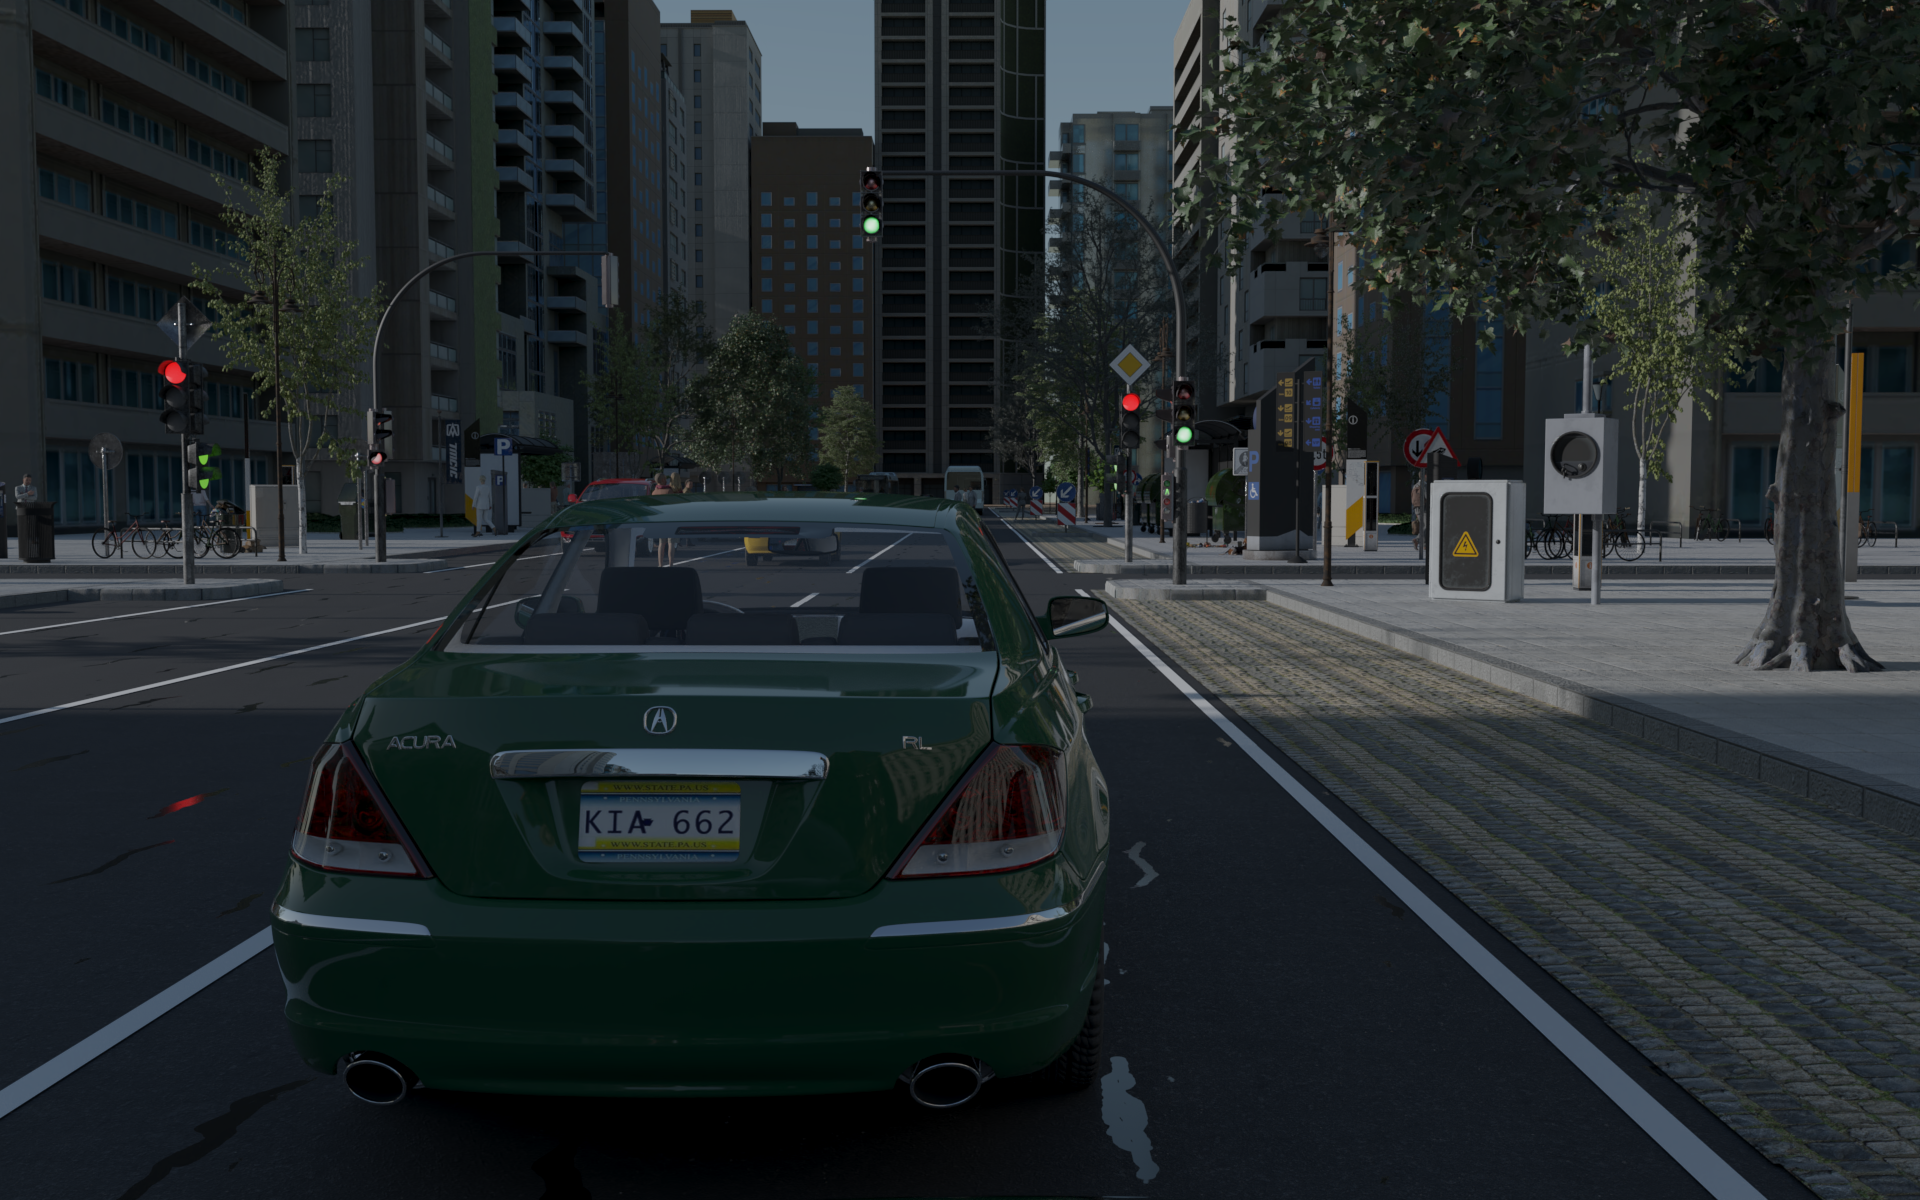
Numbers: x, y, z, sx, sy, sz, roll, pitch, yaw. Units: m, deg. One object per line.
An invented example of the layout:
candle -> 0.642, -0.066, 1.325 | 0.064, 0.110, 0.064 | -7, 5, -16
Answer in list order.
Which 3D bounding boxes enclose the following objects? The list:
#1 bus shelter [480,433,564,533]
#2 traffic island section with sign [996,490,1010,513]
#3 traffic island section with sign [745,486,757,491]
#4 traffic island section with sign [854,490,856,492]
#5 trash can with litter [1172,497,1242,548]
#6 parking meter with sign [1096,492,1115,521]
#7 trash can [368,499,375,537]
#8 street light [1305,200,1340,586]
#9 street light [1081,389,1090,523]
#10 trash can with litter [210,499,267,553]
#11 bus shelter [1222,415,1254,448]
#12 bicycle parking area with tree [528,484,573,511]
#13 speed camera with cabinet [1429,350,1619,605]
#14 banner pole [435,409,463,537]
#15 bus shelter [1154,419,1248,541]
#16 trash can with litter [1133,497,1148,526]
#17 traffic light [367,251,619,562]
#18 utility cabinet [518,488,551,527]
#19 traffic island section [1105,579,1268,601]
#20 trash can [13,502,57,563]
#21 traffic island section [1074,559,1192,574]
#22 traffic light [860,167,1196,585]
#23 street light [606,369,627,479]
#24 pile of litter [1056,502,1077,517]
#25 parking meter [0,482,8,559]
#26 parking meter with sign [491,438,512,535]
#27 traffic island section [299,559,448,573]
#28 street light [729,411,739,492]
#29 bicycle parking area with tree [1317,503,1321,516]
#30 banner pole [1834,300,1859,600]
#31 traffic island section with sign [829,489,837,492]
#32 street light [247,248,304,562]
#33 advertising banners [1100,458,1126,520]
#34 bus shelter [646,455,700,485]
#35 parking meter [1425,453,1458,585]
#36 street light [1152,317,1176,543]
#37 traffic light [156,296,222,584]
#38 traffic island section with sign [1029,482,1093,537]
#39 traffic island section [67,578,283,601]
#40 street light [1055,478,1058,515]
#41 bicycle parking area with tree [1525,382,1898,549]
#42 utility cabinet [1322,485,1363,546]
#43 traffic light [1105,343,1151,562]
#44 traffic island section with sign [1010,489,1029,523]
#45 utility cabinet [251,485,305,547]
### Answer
bus shelter -> -15.352, -4.040, 59.985 | 2.014, 3.302, 5.546 | 0, 4, 0
traffic island section with sign -> 4.030, -7.688, 134.330 | 1.989, 1.847, 2.006 | 0, 4, 0
traffic island section with sign -> -10.200, -4.650, 84.653 | 1.989, 1.847, 2.006 | 0, 4, 0
traffic island section with sign -> -9.584, -9.344, 161.406 | 1.989, 1.847, 2.006 | 0, 4, 0
trash can with litter -> 6.105, -1.871, 41.652 | 2.233, 1.210, 1.678 | 0, 4, -4
parking meter with sign -> 7.074, -5.335, 83.482 | 0.543, 3.016, 1.738 | -1, 4, -21
trash can -> -17.601, -2.451, 51.719 | 0.748, 1.137, 0.748 | 0, 3, 0
street light -> 5.121, -3.131, 23.974 | 0.468, 5.910, 1.993 | 0, 4, 0
street light -> 5.550, -6.309, 75.941 | 0.468, 5.910, 1.993 | 0, 4, 0
trash can with litter -> -15.743, -1.616, 37.802 | 0.624, 1.170, 1.055 | 2, 4, 31
bus shelter -> 9.237, -3.891, 54.903 | 1.731, 3.624, 6.357 | 0, 4, 1
bicycle parking area with tree -> -24.090, -6.854, 99.064 | 9.016, 4.147, 8.231 | 0, 4, 8
speed camera with cabinet -> 6.621, -1.594, 20.403 | 2.038, 3.252, 0.660 | 3, 4, 37
banner pole -> -15.134, -3.744, 51.233 | 0.863, 3.779, 0.401 | 0, 4, -1
bus shelter -> 6.824, -3.407, 49.636 | 2.014, 3.302, 5.546 | 0, 4, 1
trash can with litter -> 7.249, -3.601, 70.268 | 1.055, 1.170, 0.624 | -2, 4, -30
traffic light -> -8.814, -3.542, 32.581 | 4.771, 5.953, 1.251 | 0, 4, 0
utility cabinet -> -16.168, -3.494, 65.805 | 1.173, 1.500, 0.318 | -2, 4, -28
traffic island section -> 3.129, -0.141, 24.594 | 2.009, 0.180, 2.903 | 0, 4, 0
trash can -> -17.204, -1.260, 32.251 | 0.748, 1.137, 0.748 | 0, 3, 0
traffic island section -> 3.194, -0.630, 32.579 | 2.009, 0.180, 2.903 | 0, 4, 0
traffic light -> 0.997, -3.039, 24.356 | 4.771, 5.953, 1.251 | 0, 4, 0
street light -> -12.710, -5.591, 64.202 | 0.468, 5.910, 1.993 | 0, 4, 0
pile of litter -> 6.269, -5.159, 98.318 | 1.719, 0.858, 1.176 | 0, 4, -3
parking meter -> -19.134, -1.588, 34.377 | 0.372, 1.533, 0.369 | 0, 3, 0
parking meter with sign -> -14.502, -3.568, 54.601 | 0.543, 3.016, 1.738 | -1, 4, -23
traffic island section -> -10.947, -0.637, 32.698 | 2.009, 0.180, 2.903 | 0, 4, 0
street light -> -12.410, -7.467, 94.870 | 0.468, 5.910, 1.993 | 0, 4, 0
bicycle parking area with tree -> 15.528, -6.062, 86.111 | 8.231, 4.147, 9.016 | -1, 4, -20
banner pole -> 10.682, -1.913, 21.296 | 0.401, 3.779, 0.863 | -2, 4, -26
traffic island section with sign -> -9.797, -7.696, 134.451 | 1.989, 1.847, 2.006 | 0, 4, 0
street light -> -12.919, -3.672, 32.823 | 0.468, 5.910, 1.993 | 0, 4, 0
advertising banners -> 7.537, -5.449, 85.283 | 2.074, 3.025, 0.090 | -2, 4, -31
bus shelter -> -15.358, -6.050, 92.845 | 2.014, 3.302, 5.546 | 0, 4, 1
parking meter -> 6.830, -1.152, 24.554 | 0.399, 1.863, 0.255 | -2, 4, -26
street light -> 5.309, -4.433, 45.272 | 0.468, 5.910, 1.993 | 0, 4, 0
traffic light -> -10.972, -2.181, 24.578 | 0.839, 4.253, 0.868 | 0, 4, 0
traffic island section with sign -> 3.409, -3.016, 57.945 | 1.989, 1.847, 2.006 | 0, 4, 0
traffic island section -> -11.011, -0.149, 24.713 | 2.009, 0.180, 2.903 | 0, 4, 0
street light -> 5.951, -8.189, 106.675 | 0.468, 5.910, 1.993 | 0, 4, 0
bicycle parking area with tree -> 18.894, -3.500, 44.232 | 8.231, 4.147, 9.016 | 1, 4, 13
utility cabinet -> 9.474, -2.065, 42.449 | 1.173, 1.500, 0.318 | 3, 5, 42
traffic light -> 3.154, -2.663, 32.466 | 0.839, 4.253, 0.868 | 0, 4, 0
traffic island section with sign -> 3.636, -4.713, 85.682 | 1.989, 1.847, 2.006 | 0, 4, 0
utility cabinet -> -16.317, -2.007, 41.490 | 1.173, 1.500, 0.318 | -3, 5, -41
